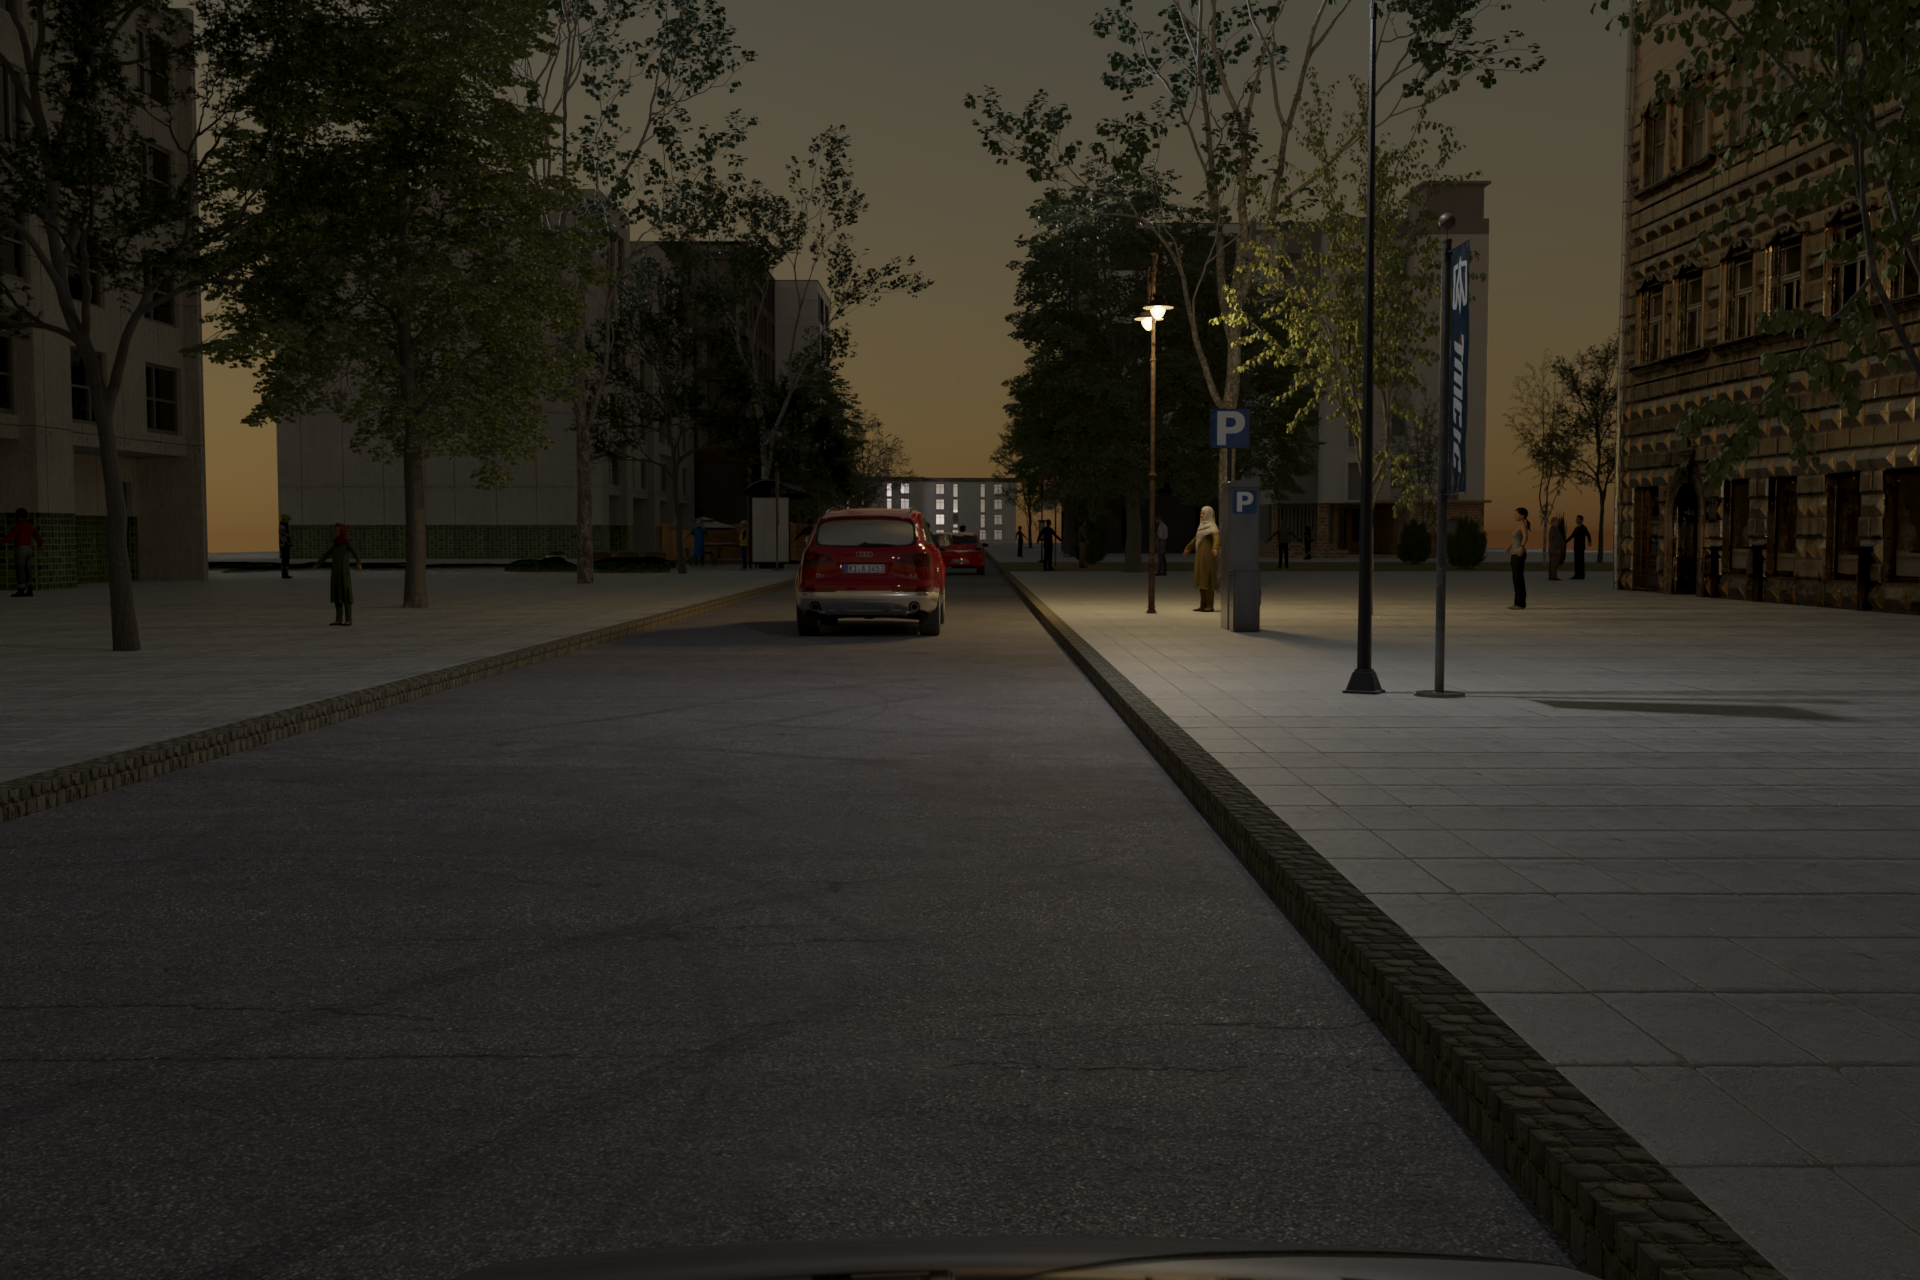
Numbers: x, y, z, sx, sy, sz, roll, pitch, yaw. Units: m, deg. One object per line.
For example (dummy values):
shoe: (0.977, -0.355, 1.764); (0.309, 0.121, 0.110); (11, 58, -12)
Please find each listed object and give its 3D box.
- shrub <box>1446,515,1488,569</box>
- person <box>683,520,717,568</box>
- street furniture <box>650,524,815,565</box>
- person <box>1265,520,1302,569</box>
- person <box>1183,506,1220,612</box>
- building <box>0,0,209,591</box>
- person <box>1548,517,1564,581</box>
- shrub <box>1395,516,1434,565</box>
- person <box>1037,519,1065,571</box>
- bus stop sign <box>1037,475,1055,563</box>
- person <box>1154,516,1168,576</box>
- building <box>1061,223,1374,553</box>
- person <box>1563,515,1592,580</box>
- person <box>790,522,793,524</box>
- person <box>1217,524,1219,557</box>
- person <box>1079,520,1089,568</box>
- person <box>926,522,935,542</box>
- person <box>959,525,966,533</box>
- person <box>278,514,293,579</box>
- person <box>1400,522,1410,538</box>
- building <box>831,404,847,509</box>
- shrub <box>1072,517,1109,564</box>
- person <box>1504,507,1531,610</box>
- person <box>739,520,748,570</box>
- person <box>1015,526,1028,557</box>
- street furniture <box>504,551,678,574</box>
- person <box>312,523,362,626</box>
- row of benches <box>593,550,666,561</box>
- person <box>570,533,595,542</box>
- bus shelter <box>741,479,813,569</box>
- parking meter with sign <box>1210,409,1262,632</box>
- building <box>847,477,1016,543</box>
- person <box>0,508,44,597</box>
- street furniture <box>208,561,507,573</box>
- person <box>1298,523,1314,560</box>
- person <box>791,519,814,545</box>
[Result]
shrub: (18.586, -3.624, 63.674); (1.690, 2.028, 1.600); (0, 3, 0)
person: (-9.959, -3.673, 66.185); (1.347, 1.817, 0.704); (-2, 4, -24)
street furniture: (-9.753, -4.271, 76.693); (11.010, 1.723, 9.812); (2, 4, 26)
person: (12.061, -3.574, 64.565); (1.348, 1.813, 0.705); (0, 4, 7)
person: (3.977, -1.329, 28.508); (0.721, 1.736, 1.217); (-1, 4, -17)
building: (-29.107, -10.112, 31.787); (16.747, 18.905, 31.486); (0, 4, -1)
person: (16.491, -2.527, 47.916); (0.434, 1.755, 0.990); (1, 4, 10)
shrub: (19.220, -4.209, 73.238); (1.690, 2.028, 1.600); (0, 3, 0)
person: (3.108, -3.320, 60.508); (0.704, 1.802, 1.346); (-3, 5, -42)
bus stop sign: (3.899, -5.446, 77.741); (0.855, 3.939, 0.416); (0, 4, 0)
person: (6.041, -2.884, 53.070); (0.599, 1.838, 0.709); (2, 4, 24)
building: (21.424, -17.510, 130.256); (27.936, 21.610, 32.646); (0, 4, 0)
person: (17.489, -2.625, 48.973); (0.704, 1.823, 1.345); (-1, 4, -14)
person: (-8.174, -4.777, 83.959); (1.347, 1.847, 0.705); (2, 4, 33)
person: (14.229, -5.468, 95.340); (0.705, 1.837, 1.347); (-2, 4, -23)
person: (4.669, -3.632, 65.652); (0.705, 1.796, 1.348); (0, 4, -6)
person: (-1.094, -2.820, 54.743); (0.705, 1.806, 1.347); (-2, 4, -32)
person: (0.164, -4.164, 76.684); (0.704, 1.843, 1.345); (-1, 4, -18)
person: (-19.440, -2.703, 49.965); (0.704, 1.858, 1.351); (-1, 4, -16)
person: (21.390, -4.716, 82.879); (0.705, 1.858, 1.354); (2, 4, 32)
building: (-24.322, -22.294, 230.959); (16.747, 18.905, 31.486); (0, 4, -1)
shrub: (5.535, -4.225, 73.505); (1.690, 2.028, 1.600); (0, 3, 0)
person: (9.452, -1.389, 29.515); (0.721, 1.737, 1.217); (0, 4, 7)
person: (-7.798, -3.385, 61.811); (0.721, 1.772, 1.216); (-1, 4, -8)
person: (3.388, -5.424, 95.395); (0.721, 1.740, 1.216); (2, 4, 34)
street furniture: (-12.518, -2.721, 60.116); (5.734, 0.657, 10.072); (0, 4, -4)
person: (-8.690, -0.916, 24.192); (0.989, 1.438, 0.599); (2, 4, 31)
row of benches: (-13.231, -3.200, 67.782); (1.422, 0.672, 4.104); (3, 4, 37)
person: (-18.583, -4.856, 85.360); (1.349, 1.833, 0.705); (1, 4, 15)
bus shelter: (-6.965, -4.432, 66.394); (2.014, 3.302, 5.546); (0, 4, 2)
parking meter with sign: (3.754, -1.656, 23.333); (0.543, 3.016, 1.738); (0, 4, 0)
building: (-5.656, -18.888, 253.421); (28.070, 9.664, 9.099); (0, 4, -6)
person: (-19.153, -1.788, 35.345); (0.704, 1.816, 1.345); (1, 4, 13)
street furniture: (-31.138, -3.896, 68.736); (27.439, 1.986, 14.083); (3, 4, 36)
person: (17.390, -4.950, 86.704); (0.705, 1.856, 1.354); (3, 5, 43)
person: (-5.224, -3.322, 60.448); (1.346, 1.812, 0.704); (0, 4, 3)
